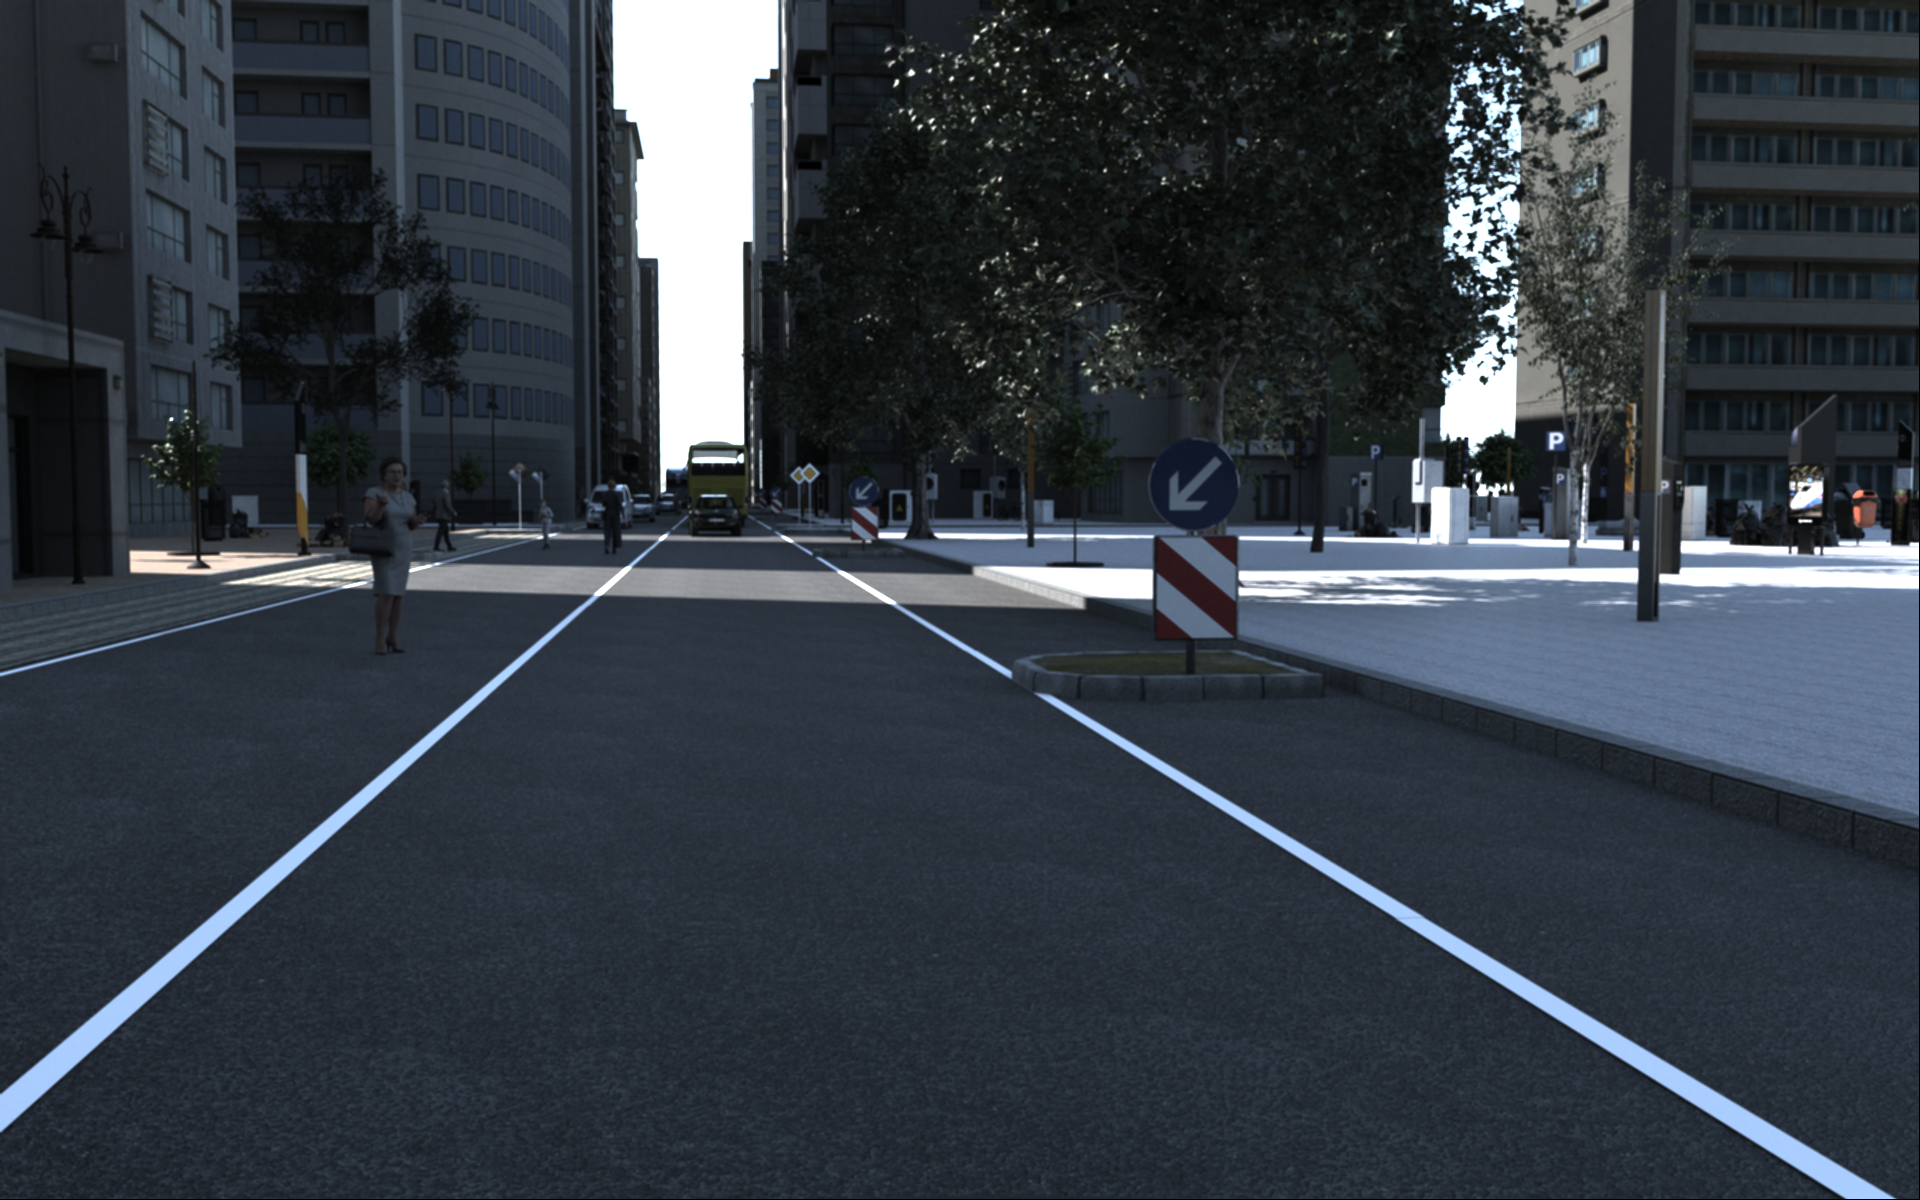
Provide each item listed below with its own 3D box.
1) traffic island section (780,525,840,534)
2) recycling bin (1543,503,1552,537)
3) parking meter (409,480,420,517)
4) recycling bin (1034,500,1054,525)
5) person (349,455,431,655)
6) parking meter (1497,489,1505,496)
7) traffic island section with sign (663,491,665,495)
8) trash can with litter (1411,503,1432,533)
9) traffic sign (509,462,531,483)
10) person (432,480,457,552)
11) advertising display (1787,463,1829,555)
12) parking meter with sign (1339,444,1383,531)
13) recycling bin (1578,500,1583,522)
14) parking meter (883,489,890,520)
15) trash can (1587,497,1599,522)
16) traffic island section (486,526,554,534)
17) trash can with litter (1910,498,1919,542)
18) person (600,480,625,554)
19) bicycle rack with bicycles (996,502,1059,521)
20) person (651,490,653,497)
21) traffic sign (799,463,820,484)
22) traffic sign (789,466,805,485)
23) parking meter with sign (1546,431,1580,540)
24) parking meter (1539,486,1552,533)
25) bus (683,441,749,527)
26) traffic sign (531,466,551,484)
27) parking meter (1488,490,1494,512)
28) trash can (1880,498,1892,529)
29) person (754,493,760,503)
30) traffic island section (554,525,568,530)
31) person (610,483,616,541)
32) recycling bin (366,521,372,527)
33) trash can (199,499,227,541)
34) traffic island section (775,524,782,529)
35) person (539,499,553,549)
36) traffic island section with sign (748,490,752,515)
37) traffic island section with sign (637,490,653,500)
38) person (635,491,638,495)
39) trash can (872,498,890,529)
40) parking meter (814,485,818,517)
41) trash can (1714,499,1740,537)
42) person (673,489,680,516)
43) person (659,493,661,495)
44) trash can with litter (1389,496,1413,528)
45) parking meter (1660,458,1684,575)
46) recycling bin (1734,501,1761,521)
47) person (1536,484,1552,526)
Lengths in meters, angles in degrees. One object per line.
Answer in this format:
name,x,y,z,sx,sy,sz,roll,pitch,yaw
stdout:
traffic island section,-5.518,-2.563,64.182,2.009,0.180,2.903,0,4,-8
recycling bin,17.743,-2.381,51.483,0.722,1.027,0.722,1,4,16
parking meter,-22.967,-4.114,72.970,0.399,1.863,0.255,1,4,21
recycling bin,3.466,-3.700,73.041,0.722,1.027,0.722,3,5,40
person,-5.124,-0.408,15.533,0.532,1.782,0.716,3,5,39
parking meter,26.255,-4.626,84.054,0.372,1.533,0.369,0,3,0
traffic island section with sign,-46.670,-16.480,278.081,1.989,1.847,2.006,0,4,-8
trash can with litter,15.450,-2.841,57.832,0.624,1.170,1.055,2,4,30
traffic sign,-15.933,-3.697,62.641,0.795,2.593,0.064,0,4,-8
person,-12.720,-2.078,42.872,0.661,1.777,0.834,2,4,34
advertising display,17.936,-1.924,36.668,0.123,1.923,0.974,-1,4,-19
parking meter with sign,13.953,-3.922,60.390,1.738,3.016,0.543,-3,4,-37
recycling bin,28.438,-4.150,80.412,0.722,1.027,0.722,2,4,35
parking meter,-3.691,-4.823,87.275,0.372,1.533,0.369,0,3,0
trash can,28.616,-4.085,78.446,0.748,1.137,0.748,0,3,0
traffic island section,-15.955,-2.472,62.705,2.009,0.180,2.903,0,4,-8
trash can with litter,25.640,-2.128,46.188,1.055,1.170,0.624,-2,4,-33
person,-8.339,-1.998,41.581,0.576,1.772,0.534,-1,4,-15
bicycle rack with bicycles,3.520,-4.269,83.176,2.852,0.926,2.925,-3,5,-43
person,-45.102,-15.160,253.546,0.705,1.869,1.348,-1,4,-19
traffic sign,-5.540,-3.786,64.096,0.795,2.593,0.064,0,4,-8
traffic sign,-6.667,-4.270,72.001,0.795,2.593,0.064,0,4,-8
parking meter with sign,17.013,-3.211,48.769,0.543,3.016,1.738,2,4,35
parking meter,19.223,-2.964,56.875,0.372,1.533,0.369,0,3,0
bus,-11.149,-5.346,78.961,2.896,3.916,12.252,-1,4,-9
traffic sign,-17.060,-4.181,70.546,0.795,2.593,0.064,0,4,-8
parking meter,37.257,-6.921,121.573,0.372,1.533,0.369,0,3,0
trash can,34.438,-3.208,64.107,0.748,1.137,0.748,0,3,0
person,-27.087,-13.541,230.621,0.799,1.438,0.628,-1,4,-18
traffic island section,-17.082,-2.956,70.610,2.009,0.180,2.903,0,4,-8
person,-10.631,-2.703,53.032,0.374,1.781,0.599,2,4,28
recycling bin,-17.592,-2.435,52.365,0.722,1.027,0.722,-1,4,-18
trash can,-20.406,-2.180,47.298,0.748,1.137,0.748,0,3,0
traffic island section,-6.645,-3.046,72.087,2.009,0.180,2.903,0,4,-8
person,-10.773,-1.971,45.008,0.425,1.301,0.394,1,4,10
traffic island section with sign,-13.975,-6.879,121.103,1.989,1.847,2.006,0,4,-8
traffic island section with sign,-31.089,-9.797,168.808,1.989,1.847,2.006,0,4,-8
person,-27.975,-8.551,149.031,0.721,1.735,1.217,-2,4,-31
trash can,-2.975,-3.230,64.469,0.748,1.137,0.748,0,3,0
parking meter,-7.993,-5.606,97.362,0.399,1.863,0.255,-1,4,-15
trash can,22.744,-2.430,51.392,0.748,1.137,0.748,0,3,0
person,-18.486,-6.353,112.641,0.520,1.790,0.573,1,4,10
person,-49.414,-16.840,284.606,0.599,1.433,0.991,1,4,10
trash can with litter,16.307,-3.336,65.601,1.678,1.210,2.233,3,4,38
parking meter,11.338,-1.346,27.721,0.255,1.863,0.399,-3,4,-37
recycling bin,30.769,-3.370,67.650,0.722,1.027,0.722,0,4,-8
person,25.155,-4.044,74.389,0.659,1.850,0.755,-3,4,-36
